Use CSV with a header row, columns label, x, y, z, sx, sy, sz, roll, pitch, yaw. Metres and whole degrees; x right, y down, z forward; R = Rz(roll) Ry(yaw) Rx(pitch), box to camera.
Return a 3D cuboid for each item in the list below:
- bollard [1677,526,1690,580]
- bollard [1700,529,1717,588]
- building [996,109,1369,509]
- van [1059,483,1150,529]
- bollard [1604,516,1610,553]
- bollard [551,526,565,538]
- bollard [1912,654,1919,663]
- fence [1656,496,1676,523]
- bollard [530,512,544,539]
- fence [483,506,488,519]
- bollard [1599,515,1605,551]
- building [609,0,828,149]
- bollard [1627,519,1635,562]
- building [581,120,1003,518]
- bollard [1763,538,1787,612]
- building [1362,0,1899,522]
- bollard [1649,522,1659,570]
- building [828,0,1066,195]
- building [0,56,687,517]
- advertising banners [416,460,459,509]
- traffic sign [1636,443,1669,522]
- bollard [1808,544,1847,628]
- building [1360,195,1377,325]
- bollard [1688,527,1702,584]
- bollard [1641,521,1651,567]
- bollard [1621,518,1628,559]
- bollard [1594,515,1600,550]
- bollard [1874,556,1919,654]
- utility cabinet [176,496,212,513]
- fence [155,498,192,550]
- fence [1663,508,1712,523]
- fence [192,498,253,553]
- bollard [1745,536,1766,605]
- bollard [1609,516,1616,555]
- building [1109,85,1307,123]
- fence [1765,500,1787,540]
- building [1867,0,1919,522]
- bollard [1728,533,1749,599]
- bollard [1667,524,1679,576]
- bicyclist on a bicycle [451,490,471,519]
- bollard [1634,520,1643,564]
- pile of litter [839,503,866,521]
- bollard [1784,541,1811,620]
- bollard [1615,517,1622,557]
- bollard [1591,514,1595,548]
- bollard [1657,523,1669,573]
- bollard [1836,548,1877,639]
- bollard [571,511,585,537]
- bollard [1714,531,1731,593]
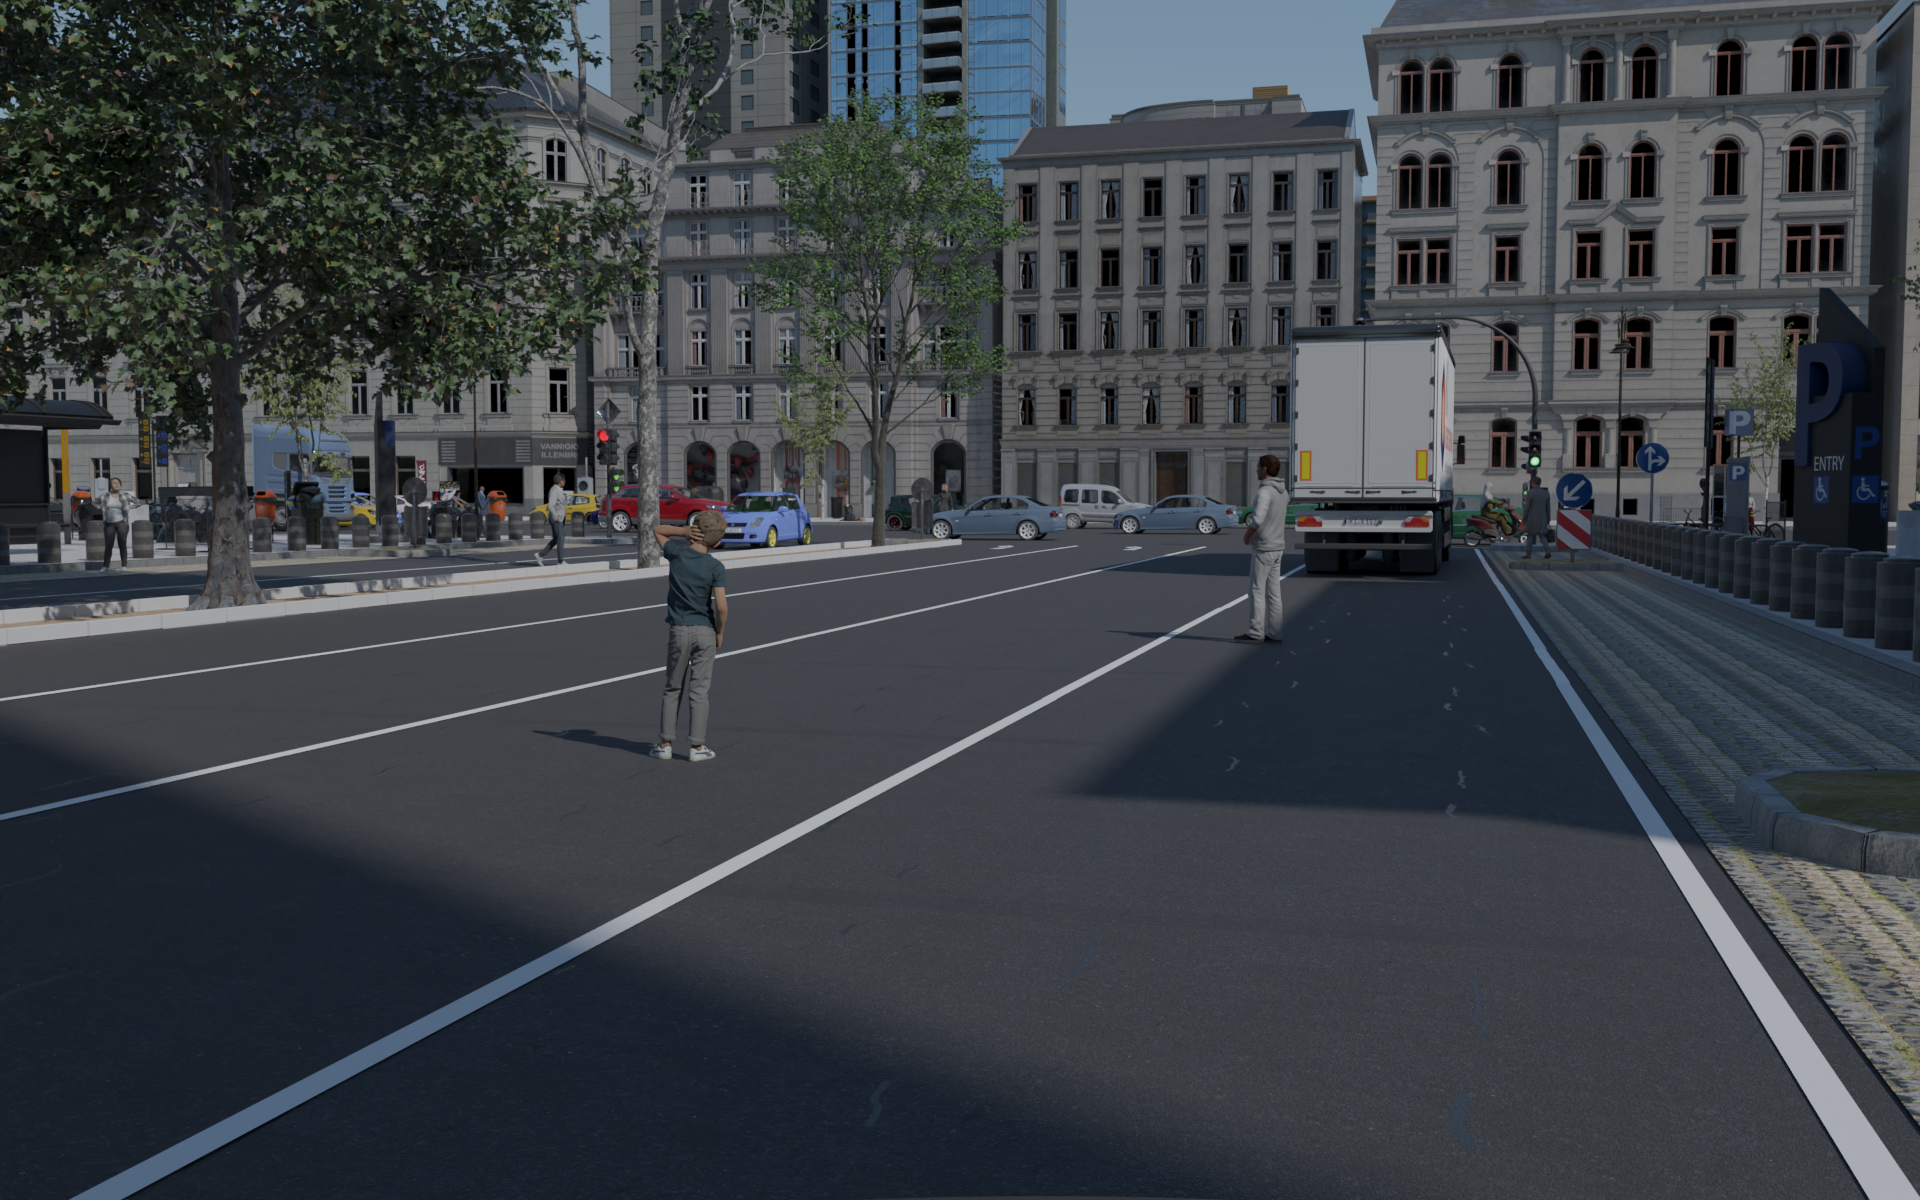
label,x,y,z,sx,sy,sz,roll,pitch,yaw
bollard,11.040,-0.688,25.972,0.404,0.777,0.398,0,3,0
bollard,10.397,-0.546,23.652,0.404,0.777,0.398,0,3,0
building,11.933,-14.830,91.617,18.267,20.994,9.793,1,4,15
van,6.120,-3.933,71.318,4.112,2.044,2.013,1,4,16
bollard,14.264,-1.399,37.593,0.404,0.777,0.398,0,3,0
bollard,-11.795,-2.208,50.809,0.404,0.777,0.398,0,3,0
bollard,7.497,0.093,13.197,0.404,0.777,0.398,0,3,0
fence,31.786,-4.083,77.962,0.480,1.192,2.264,2,4,35
bollard,-12.121,-2.136,49.642,0.404,0.777,0.398,0,3,0
fence,-23.877,-4.486,88.716,0.278,0.683,2.069,-3,5,-44
bollard,14.588,-1.471,38.761,0.404,0.777,0.398,0,3,0
building,-25.663,-46.416,197.147,20.611,71.187,20.563,1,4,15
bollard,12.974,-1.115,32.940,0.404,0.777,0.398,0,3,0
building,-7.842,-15.759,99.456,24.055,21.916,13.314,1,4,15
bollard,9.102,-0.262,18.996,0.404,0.777,0.398,0,3,0
building,32.688,-18.386,87.993,23.554,28.519,14.401,1,4,15
bollard,12.009,-0.902,29.464,0.404,0.777,0.398,0,3,0
building,-1.111,-53.577,188.660,31.000,86.520,22.319,1,4,15
building,-40.489,-20.379,109.618,44.131,29.872,17.030,1,4,15
advertising banners,-27.106,-5.727,89.821,2.074,3.025,0.090,-1,4,-17
traffic sign,17.192,-2.626,43.043,0.768,2.556,0.104,1,4,19
bollard,8.463,-0.120,16.673,0.404,0.777,0.398,0,3,0
building,64.422,-36.344,248.845,28.867,44.769,22.147,1,4,15
bollard,10.722,-0.617,24.812,0.404,0.777,0.398,0,3,0
bollard,12.334,-0.973,30.621,0.404,0.777,0.398,0,3,0
bollard,13.295,-1.185,34.098,0.404,0.777,0.398,0,3,0
bollard,14.911,-1.541,39.919,0.404,0.777,0.398,0,3,0
bollard,7.818,0.022,14.358,0.404,0.777,0.398,0,3,0
utility cabinet,-24.287,-2.678,54.944,1.020,1.237,0.306,0,4,3
fence,-18.020,-1.810,40.802,0.480,1.192,2.264,1,4,12
fence,30.866,-3.548,73.377,2.069,0.683,0.278,2,4,25
fence,-16.487,-1.703,39.044,0.480,1.192,2.264,0,4,1
bollard,9.426,-0.332,20.153,0.404,0.777,0.398,0,3,0
bollard,13.943,-1.328,36.432,0.404,0.777,0.398,0,3,0
building,36.615,-43.646,255.608,28.212,58.520,21.231,1,4,15
fence,12.215,-0.903,25.966,0.480,1.192,2.264,1,4,18
building,61.552,-17.009,82.620,34.151,26.468,19.350,1,4,15
bollard,9.749,-0.404,21.319,0.404,0.777,0.398,0,3,0
bollard,11.361,-0.759,27.130,0.404,0.777,0.398,0,3,0
bicyclist on a bicycle,-20.591,-3.742,71.196,1.625,1.676,1.499,1,4,15
bollard,12.651,-1.044,31.782,0.404,0.777,0.398,0,3,0
pile of litter,-5.086,-4.161,81.995,1.176,0.858,1.719,-1,4,-18
bollard,8.780,-0.191,17.832,0.404,0.777,0.398,0,3,0
bollard,13.621,-1.257,35.270,0.404,0.777,0.398,0,3,0
bollard,15.230,-1.613,41.090,0.404,0.777,0.398,0,3,0
bollard,11.685,-0.831,28.303,0.404,0.777,0.398,0,3,0
bollard,8.143,-0.049,15.514,0.404,0.777,0.398,0,3,0
bollard,-11.472,-2.278,51.967,0.404,0.777,0.398,0,3,0
bollard,10.072,-0.475,22.480,0.404,0.777,0.398,0,3,0
